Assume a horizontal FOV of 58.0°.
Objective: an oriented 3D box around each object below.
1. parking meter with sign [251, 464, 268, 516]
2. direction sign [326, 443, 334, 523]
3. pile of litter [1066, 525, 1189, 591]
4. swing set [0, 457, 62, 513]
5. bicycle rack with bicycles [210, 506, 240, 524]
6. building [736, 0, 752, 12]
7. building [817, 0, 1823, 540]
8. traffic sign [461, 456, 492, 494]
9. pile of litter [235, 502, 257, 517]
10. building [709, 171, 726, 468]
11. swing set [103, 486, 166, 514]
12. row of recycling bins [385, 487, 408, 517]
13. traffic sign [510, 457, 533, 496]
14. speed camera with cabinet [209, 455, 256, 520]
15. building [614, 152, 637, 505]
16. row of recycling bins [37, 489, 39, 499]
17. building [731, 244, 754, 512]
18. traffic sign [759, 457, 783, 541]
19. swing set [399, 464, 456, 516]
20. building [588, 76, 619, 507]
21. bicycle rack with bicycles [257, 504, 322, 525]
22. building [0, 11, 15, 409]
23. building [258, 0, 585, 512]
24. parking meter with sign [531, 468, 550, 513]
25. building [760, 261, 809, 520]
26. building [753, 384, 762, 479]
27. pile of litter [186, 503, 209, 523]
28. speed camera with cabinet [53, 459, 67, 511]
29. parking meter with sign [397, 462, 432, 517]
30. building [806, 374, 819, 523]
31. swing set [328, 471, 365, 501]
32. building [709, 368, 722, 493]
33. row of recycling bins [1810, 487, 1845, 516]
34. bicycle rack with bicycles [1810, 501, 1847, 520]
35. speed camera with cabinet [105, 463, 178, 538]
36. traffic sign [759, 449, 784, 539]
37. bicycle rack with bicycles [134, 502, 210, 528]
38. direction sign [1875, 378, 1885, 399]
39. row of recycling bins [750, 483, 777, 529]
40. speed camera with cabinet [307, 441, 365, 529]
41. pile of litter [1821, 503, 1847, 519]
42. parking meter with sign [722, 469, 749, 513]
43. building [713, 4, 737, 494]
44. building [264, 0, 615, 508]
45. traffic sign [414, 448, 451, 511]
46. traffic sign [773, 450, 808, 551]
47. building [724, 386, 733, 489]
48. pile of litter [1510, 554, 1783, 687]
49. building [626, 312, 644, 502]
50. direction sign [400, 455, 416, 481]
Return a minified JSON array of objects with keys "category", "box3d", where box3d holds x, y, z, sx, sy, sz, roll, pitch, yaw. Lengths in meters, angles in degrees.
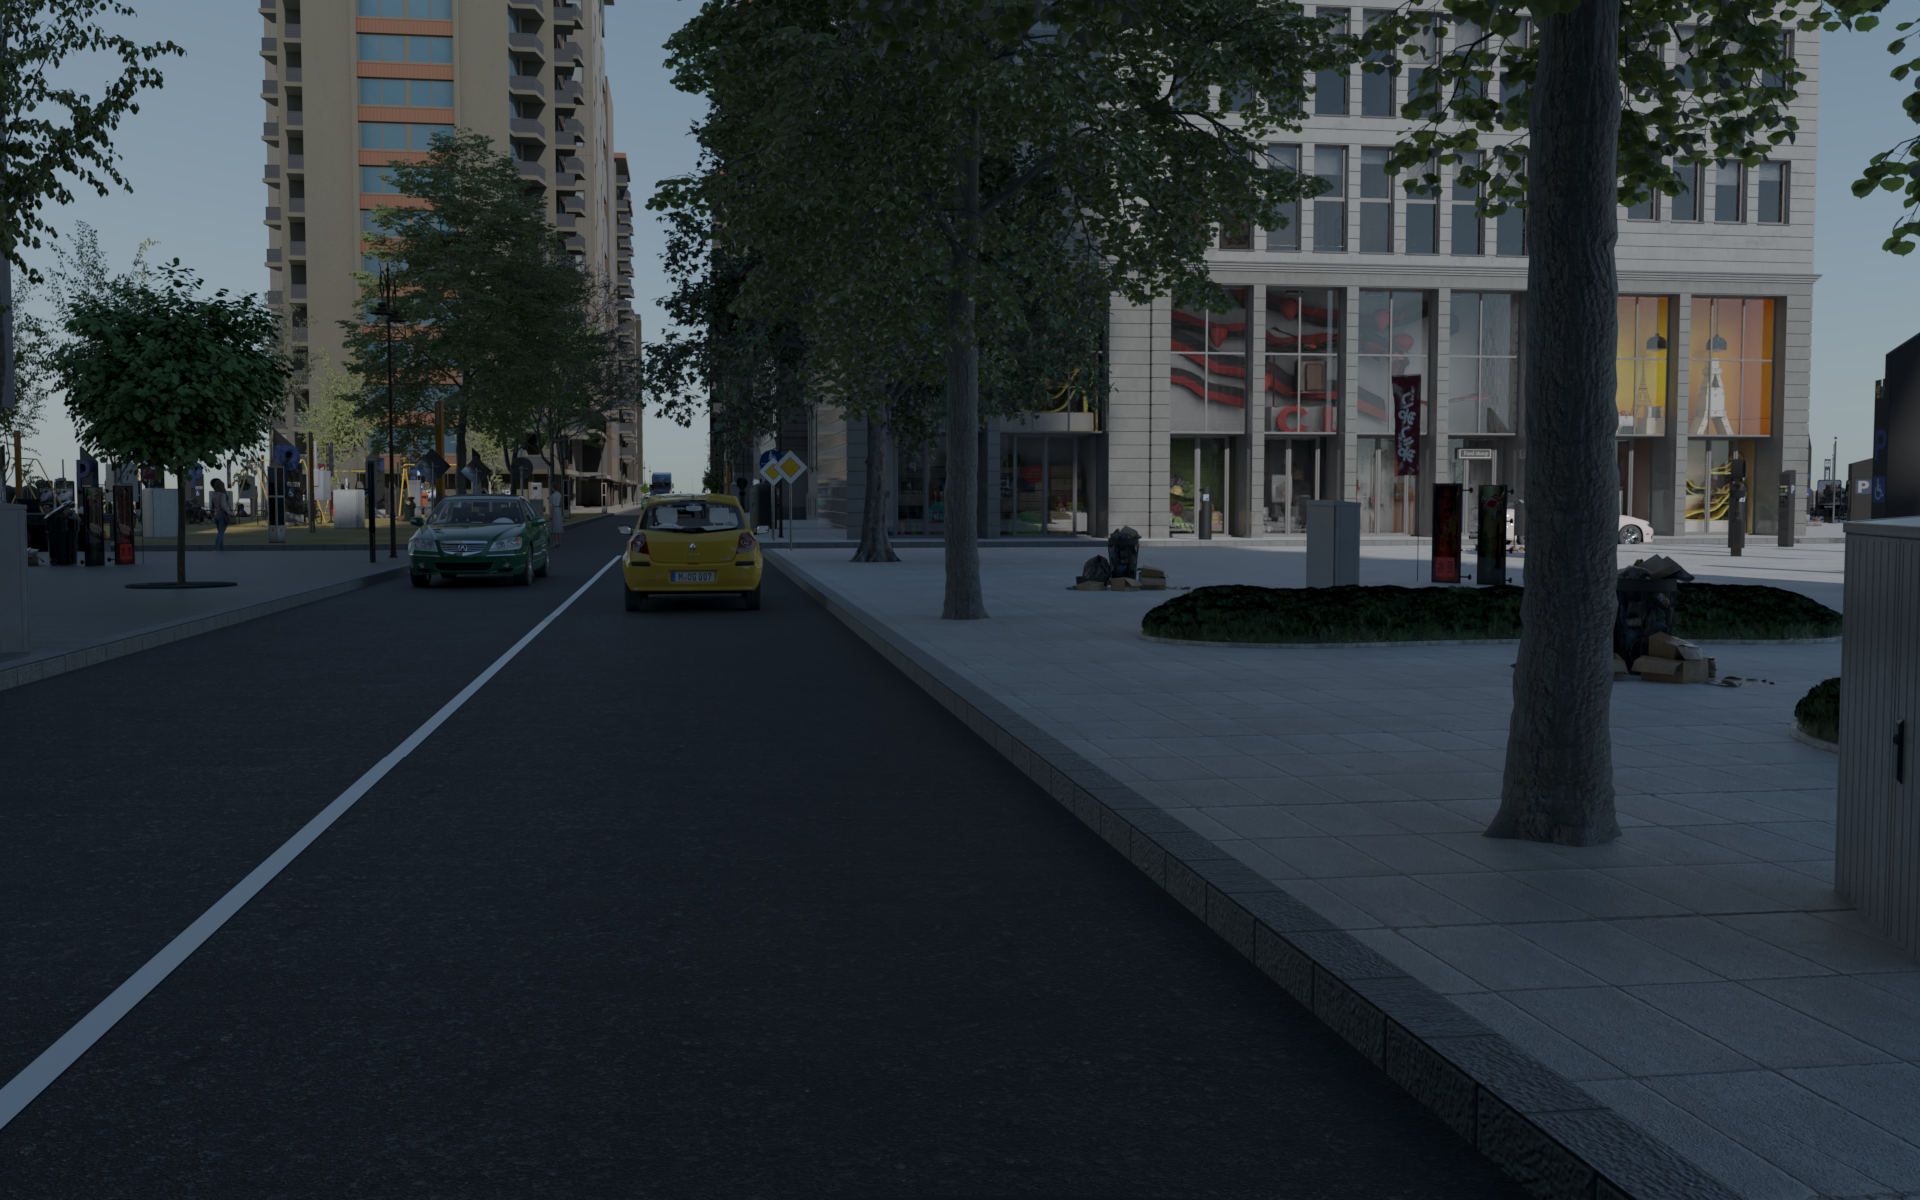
[{"category":"parking meter with sign","box3d":[-40.451,-6.414,101.135,1.738,3.016,0.543,1,4,12]},{"category":"direction sign","box3d":[-27.829,-5.172,76.552,0.379,3.537,0.876,-3,4,-38]},{"category":"pile of litter","box3d":[2.299,-0.572,23.310,1.719,0.858,1.176,0,4,6]},{"category":"swing set","box3d":[-40.367,-4.712,74.668,2.862,2.851,3.119,-1,4,-10]},{"category":"bicycle rack with bicycles","box3d":[-31.932,-3.650,73.059,2.852,0.926,2.925,3,4,38]},{"category":"building","box3d":[-8.962,-30.565,154.366,22.147,44.769,28.867,-1,4,-9]},{"category":"building","box3d":[10.542,-16.986,55.206,29.804,29.767,11.434,-1,4,-9]},{"category":"traffic sign","box3d":[-12.835,-2.590,45.993,0.795,2.450,0.064,-1,4,-9]},{"category":"pile of litter","box3d":[-39.777,-5.030,96.205,1.176,0.858,1.719,-3,5,-39]},{"category":"building","box3d":[-22.071,-35.259,231.105,22.147,44.769,28.867,-1,4,-9]},{"category":"swing set","box3d":[-48.824,-6.431,102.770,2.862,2.851,3.119,1,4,22]},{"category":"row of recycling bins","box3d":[-32.462,-5.601,98.682,3.534,1.692,1.069,1,4,17]},{"category":"traffic sign","box3d":[-15.051,-3.635,59.534,0.768,2.556,0.104,0,4,-8]},{"category":"speed camera with cabinet","box3d":[-35.461,-5.506,84.356,2.038,3.252,0.660,0,4,-6]},{"category":"building","box3d":[-52.117,-34.303,215.480,22.147,44.769,28.867,-1,4,-9]},{"category":"row of recycling bins","box3d":[-53.524,-5.586,98.442,1.069,1.692,3.534,0,4,0]},{"category":"building","box3d":[-10.459,-22.063,132.425,14.160,30.474,14.107,-1,4,-9]},{"category":"traffic sign","box3d":[-5.082,-2.663,47.184,0.795,2.450,0.064,-1,4,-9]},{"category":"swing set","box3d":[-27.704,-5.687,90.606,3.119,2.851,2.862,0,4,-4]},{"category":"building","box3d":[-43.414,-32.499,181.477,14.600,45.320,14.200,-1,4,-9]},{"category":"bicycle rack with bicycles","box3d":[-28.014,-3.642,72.930,2.852,0.926,2.925,2,4,26]},{"category":"building","box3d":[-23.853,-20.955,26.212,14.086,41.232,14.154,-1,4,-9]},{"category":"building","box3d":[-40.159,-29.198,132.013,22.147,44.769,28.867,-1,4,-9]},{"category":"parking meter with sign","box3d":[-28.701,-7.409,117.404,1.738,3.016,0.543,0,4,-7]},{"category":"building","box3d":[-5.941,-15.037,95.006,9.793,20.994,18.267,-1,4,-9]},{"category":"building","box3d":[-8.056,-15.829,113.561,10.420,20.320,16.860,-1,4,-9]},{"category":"pile of litter","box3d":[-34.457,-3.890,77.565,1.176,0.858,1.719,0,4,-2]},{"category":"speed camera with cabinet","box3d":[-51.198,-6.364,98.392,0.660,3.252,2.038,-2,4,-32]},{"category":"parking meter with sign","box3d":[-29.833,-6.022,94.723,1.738,3.016,0.543,-1,4,-13]},{"category":"building","box3d":[0.304,-17.541,74.189,14.401,28.519,23.554,-1,4,-9]},{"category":"swing set","box3d":[-40.488,-7.254,116.226,3.119,2.851,2.862,0,4,7]},{"category":"building","box3d":[-32.350,-30.628,272.467,14.160,30.474,14.107,-1,4,-9]},{"category":"row of recycling bins","box3d":[50.594,-5.715,100.553,3.534,1.692,1.069,1,4,16]},{"category":"bicycle rack with bicycles","box3d":[42.386,-4.400,85.324,2.852,0.926,2.925,-3,5,-42]},{"category":"speed camera with cabinet","box3d":[-23.721,-3.429,50.395,0.660,3.252,2.038,2,4,35]},{"category":"traffic sign","box3d":[-5.354,-3.025,49.557,0.768,2.556,0.104,0,4,-1]},{"category":"bicycle rack with bicycles","box3d":[-30.502,-3.208,65.826,2.852,0.926,2.925,-1,4,-9]},{"category":"direction sign","box3d":[18.141,-2.579,34.170,0.379,3.537,0.876,1,4,14]},{"category":"row of recycling bins","box3d":[-7.342,-3.523,64.714,1.069,1.692,3.534,0,4,-5]},{"category":"speed camera with cabinet","box3d":[-23.254,-4.293,64.520,2.038,3.252,0.660,1,4,11]},{"category":"pile of litter","box3d":[44.637,-4.519,87.848,1.176,0.858,1.719,-3,4,-36]},{"category":"parking meter with sign","box3d":[-15.338,-7.475,118.478,1.738,3.016,0.543,1,4,9]},{"category":"building","box3d":[-26.300,-49.932,254.631,20.563,71.187,20.611,-1,4,-9]},{"category":"building","box3d":[-46.660,-34.886,159.629,28.713,52.752,27.495,-1,4,-9]},{"category":"traffic sign","box3d":[-11.597,-2.108,38.104,0.795,2.450,0.064,-1,4,-9]},{"category":"traffic sign","box3d":[-3.844,-2.181,39.295,0.795,2.450,0.064,-1,4,-9]},{"category":"building","box3d":[-10.836,-20.729,183.963,27.650,21.520,28.899,-1,4,-9]},{"category":"pile of litter","box3d":[4.749,0.112,12.136,1.176,0.858,1.719,-2,4,-33]},{"category":"building","box3d":[-56.149,-30.264,266.515,14.160,30.474,14.107,-1,4,-9]},{"category":"direction sign","box3d":[-32.208,-6.676,101.148,0.876,3.537,0.379,-1,4,-11]}]
